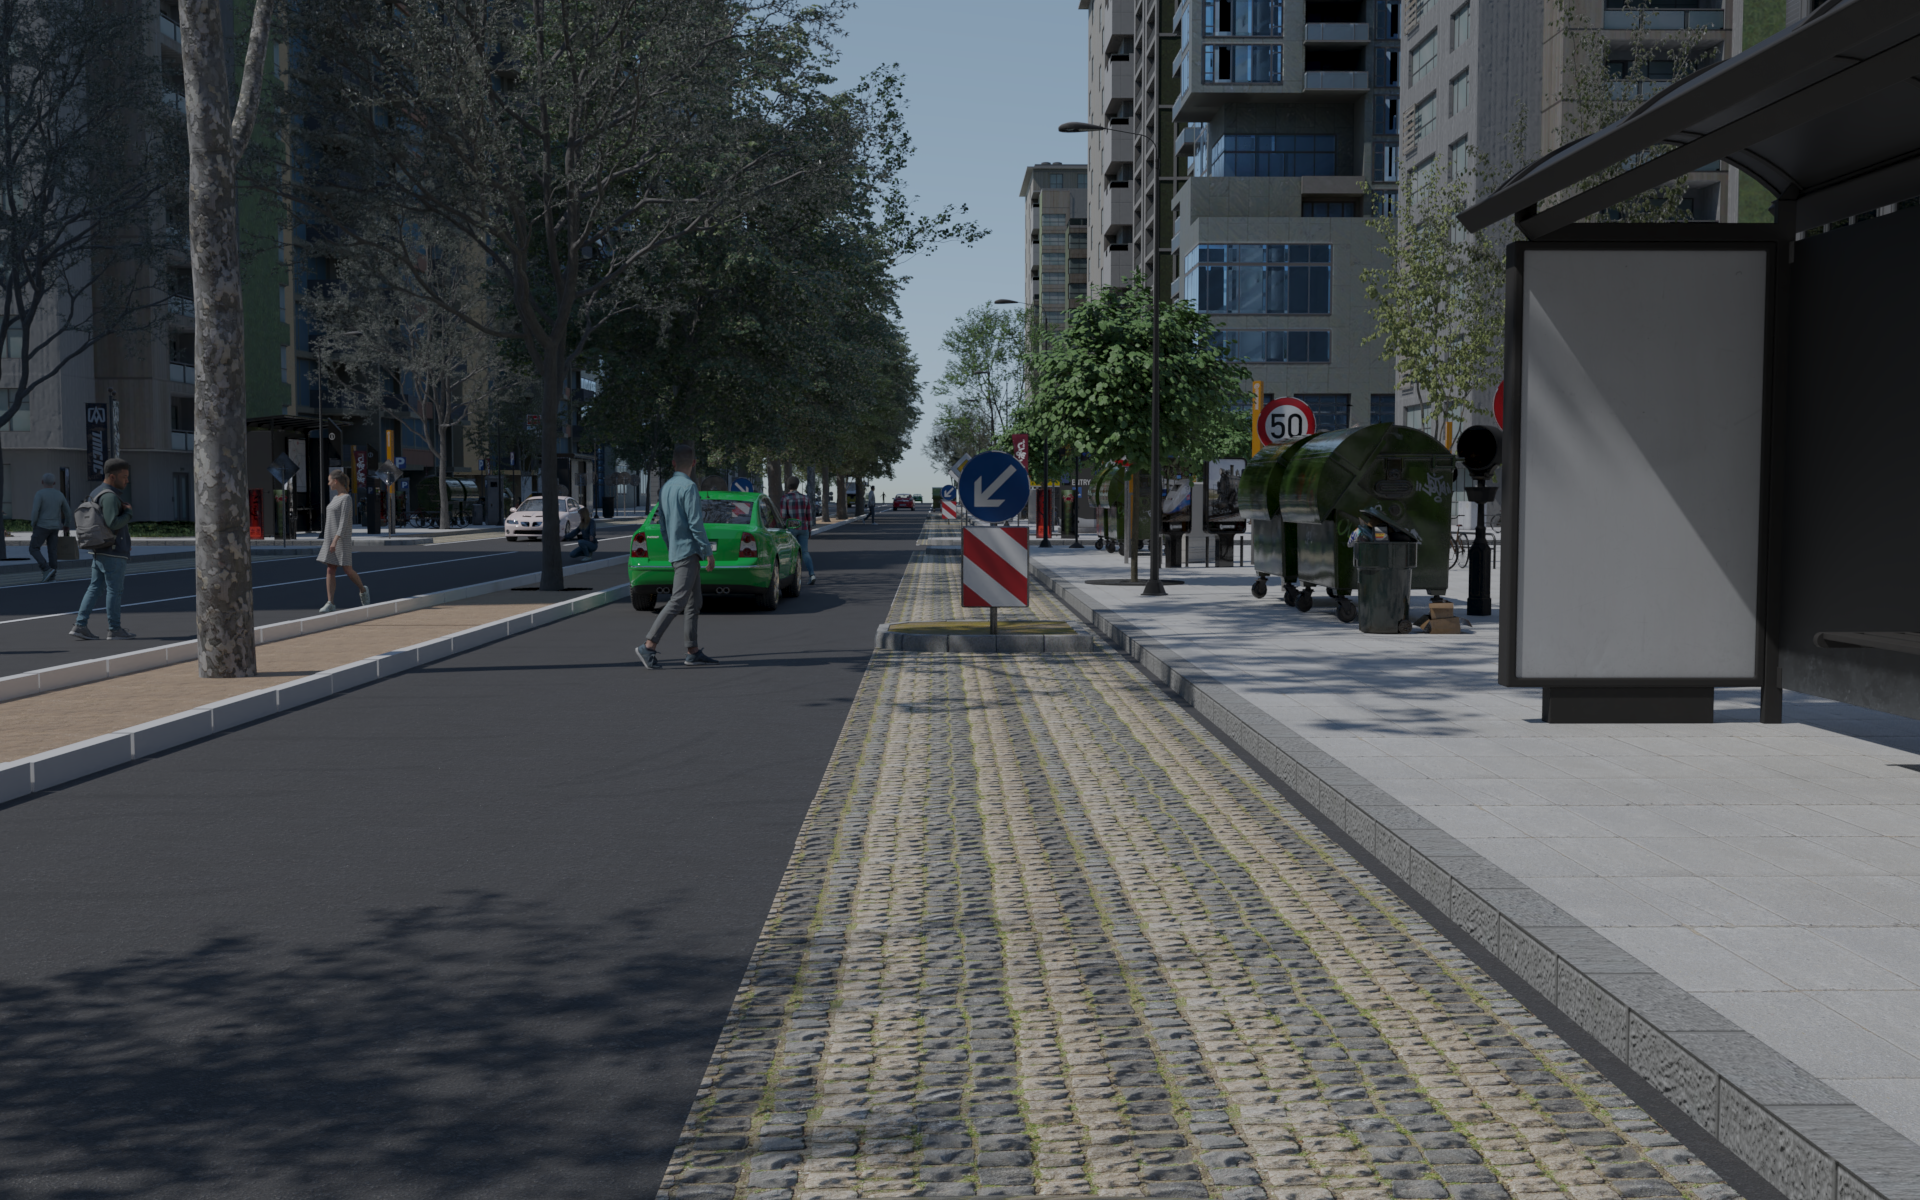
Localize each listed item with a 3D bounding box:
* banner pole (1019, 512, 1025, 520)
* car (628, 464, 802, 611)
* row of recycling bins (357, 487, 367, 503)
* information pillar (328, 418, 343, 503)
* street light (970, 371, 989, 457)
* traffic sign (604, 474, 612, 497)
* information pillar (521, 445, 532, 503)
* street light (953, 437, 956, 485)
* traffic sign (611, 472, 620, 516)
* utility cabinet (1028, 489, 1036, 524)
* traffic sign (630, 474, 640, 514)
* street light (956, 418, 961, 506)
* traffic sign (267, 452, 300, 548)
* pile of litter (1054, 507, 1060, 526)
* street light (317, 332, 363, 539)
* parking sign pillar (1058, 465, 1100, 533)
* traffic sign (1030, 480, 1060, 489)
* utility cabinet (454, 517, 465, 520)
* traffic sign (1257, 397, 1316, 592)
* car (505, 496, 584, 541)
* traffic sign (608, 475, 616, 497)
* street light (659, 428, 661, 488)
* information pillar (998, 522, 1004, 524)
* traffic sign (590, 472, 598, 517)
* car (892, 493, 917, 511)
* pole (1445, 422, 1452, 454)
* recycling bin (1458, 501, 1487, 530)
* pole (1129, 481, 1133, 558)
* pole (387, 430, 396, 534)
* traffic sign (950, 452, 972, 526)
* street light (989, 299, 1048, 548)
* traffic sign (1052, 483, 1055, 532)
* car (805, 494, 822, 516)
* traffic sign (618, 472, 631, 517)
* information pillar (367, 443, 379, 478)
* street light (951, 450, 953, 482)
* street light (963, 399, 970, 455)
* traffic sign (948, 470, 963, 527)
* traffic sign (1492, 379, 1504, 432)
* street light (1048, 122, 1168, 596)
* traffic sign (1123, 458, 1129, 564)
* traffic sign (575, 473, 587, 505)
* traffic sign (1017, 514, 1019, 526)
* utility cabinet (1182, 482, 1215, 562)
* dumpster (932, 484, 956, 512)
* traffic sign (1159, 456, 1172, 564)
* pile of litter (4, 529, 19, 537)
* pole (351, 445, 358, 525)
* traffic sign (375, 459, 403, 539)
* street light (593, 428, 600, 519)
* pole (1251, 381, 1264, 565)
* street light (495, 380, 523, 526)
[{"bbox_3d":[2.814,-5.880,86.147,0.863,3.779,0.401,2,4,30],"label":"banner pole"},{"bbox_3d":[-3.121,-0.849,22.683,1.959,1.807,4.718,0,4,1],"label":"car"},{"bbox_3d":[-29.273,-4.471,80.209,3.534,1.692,1.069,-1,4,-15],"label":"row of recycling bins"},{"bbox_3d":[-19.275,-3.801,53.495,0.504,3.616,0.183,1,4,21],"label":"information pillar"},{"bbox_3d":[1.228,-5.680,65.416,1.470,5.913,1.316,0,4,-1],"label":"street light"},{"bbox_3d":[-22.480,-6.799,111.275,0.768,2.556,0.104,0,4,3],"label":"traffic sign"},{"bbox_3d":[-20.599,-5.557,82.219,0.504,3.616,0.183,-2,4,-25],"label":"information pillar"},{"bbox_3d":[0.450,-9.260,123.940,1.470,5.913,1.316,0,4,-1],"label":"street light"},{"bbox_3d":[-19.733,-6.086,99.614,0.768,2.556,0.104,0,4,7],"label":"traffic sign"},{"bbox_3d":[3.436,-3.981,73.761,1.173,1.500,0.318,3,5,41],"label":"utility cabinet"},{"bbox_3d":[-20.885,-6.790,111.130,0.768,2.556,0.104,0,4,3],"label":"traffic sign"},{"bbox_3d":[0.643,-8.067,104.431,1.470,5.913,1.316,0,4,-1],"label":"street light"},{"bbox_3d":[-16.186,-2.313,41.459,0.795,2.450,0.064,0,4,-1],"label":"traffic sign"},{"bbox_3d":[4.007,-3.447,70.327,1.176,0.858,1.719,0,4,4],"label":"pile of litter"},{"bbox_3d":[-17.758,-4.715,49.634,1.470,5.913,1.316,0,4,-1],"label":"street light"},{"bbox_3d":[3.946,-4.195,57.055,1.447,3.967,1.447,2,4,32],"label":"parking sign pillar"},{"bbox_3d":[3.577,-4.182,62.255,2.265,3.308,0.079,0,4,8],"label":"traffic sign"},{"bbox_3d":[-24.736,-4.544,85.454,0.306,1.237,1.020,-3,5,-44],"label":"utility cabinet"},{"bbox_3d":[4.274,-1.384,22.736,0.768,2.556,0.104,1,4,8],"label":"traffic sign"},{"bbox_3d":[-12.828,-2.542,53.928,2.083,1.381,4.827,0,4,-1],"label":"car"},{"bbox_3d":[-22.198,-6.780,110.959,0.768,2.556,0.104,0,4,3],"label":"traffic sign"},{"bbox_3d":[-18.578,-8.433,110.425,1.470,5.913,1.316,0,4,-1],"label":"street light"},{"bbox_3d":[1.681,-4.281,74.489,0.304,2.012,0.304,-3,4,-36],"label":"information pillar"},{"bbox_3d":[-20.459,-5.864,95.982,0.768,2.556,0.104,0,4,4],"label":"traffic sign"},{"bbox_3d":[-4.830,-8.591,149.498,2.155,1.783,4.494,0,4,1],"label":"car"},{"bbox_3d":[13.793,-3.370,48.950,0.158,3.312,0.155,0,3,0],"label":"pole"},{"bbox_3d":[18.235,-3.002,61.644,0.722,1.027,0.722,-1,4,-20],"label":"recycling bin"},{"bbox_3d":[3.432,-2.503,34.775,0.158,3.312,0.155,0,3,0],"label":"pole"},{"bbox_3d":[-18.208,-3.766,55.416,0.158,3.312,0.155,0,3,0],"label":"pole"},{"bbox_3d":[0.157,-2.325,41.663,0.795,2.450,0.064,0,4,-1],"label":"traffic sign"},{"bbox_3d":[1.512,-4.211,41.391,1.470,5.913,1.316,0,4,-1],"label":"street light"},{"bbox_3d":[3.178,-3.599,58.954,0.768,2.556,0.104,1,4,9],"label":"traffic sign"},{"bbox_3d":[-10.128,-6.324,115.407,2.014,1.417,4.499,0,4,-1],"label":"car"},{"bbox_3d":[-18.989,-5.988,98.010,0.768,2.556,0.104,0,4,3],"label":"traffic sign"},{"bbox_3d":[-26.710,-5.348,78.787,0.504,3.616,0.183,-2,4,-25],"label":"information pillar"},{"bbox_3d":[0.252,-10.293,140.825,1.470,5.913,1.316,0,4,-1],"label":"street light"},{"bbox_3d":[1.004,-6.874,84.925,1.470,5.913,1.316,0,4,-1],"label":"street light"},{"bbox_3d":[0.047,-2.814,49.647,0.795,2.450,0.064,0,4,-1],"label":"traffic sign"},{"bbox_3d":[5.722,-1.061,17.457,0.768,2.556,0.104,0,3,0],"label":"traffic sign"},{"bbox_3d":[1.925,-3.012,21.792,1.470,5.913,1.316,0,4,-1],"label":"street light"},{"bbox_3d":[3.070,-1.942,31.864,0.768,2.556,0.104,0,4,8],"label":"traffic sign"},{"bbox_3d":[-18.503,-5.041,84.558,0.606,2.300,0.079,0,4,2],"label":"traffic sign"},{"bbox_3d":[1.928,-3.495,57.155,0.884,2.594,0.081,0,4,6],"label":"traffic sign"},{"bbox_3d":[4.442,-1.453,32.443,0.318,1.500,1.173,3,5,40],"label":"utility cabinet"},{"bbox_3d":[-1.258,-8.101,137.408,1.985,2.255,1.502,0,4,-2],"label":"dumpster"},{"bbox_3d":[3.668,-1.930,31.663,0.768,2.556,0.104,0,4,1],"label":"traffic sign"},{"bbox_3d":[-28.900,-2.303,51.617,1.719,0.858,1.176,2,4,26],"label":"pile of litter"},{"bbox_3d":[-25.348,-4.810,72.480,0.158,3.312,0.155,0,3,0],"label":"pole"},{"bbox_3d":[-16.296,-2.801,49.444,0.795,2.450,0.064,0,4,-1],"label":"traffic sign"},{"bbox_3d":[-18.384,-7.182,89.963,1.470,5.913,1.316,0,4,-1],"label":"street light"},{"bbox_3d":[5.381,-2.293,31.340,0.158,3.312,0.155,0,3,0],"label":"pole"},{"bbox_3d":[-17.990,-5.938,69.633,1.470,5.913,1.316,0,4,-1],"label":"street light"}]
